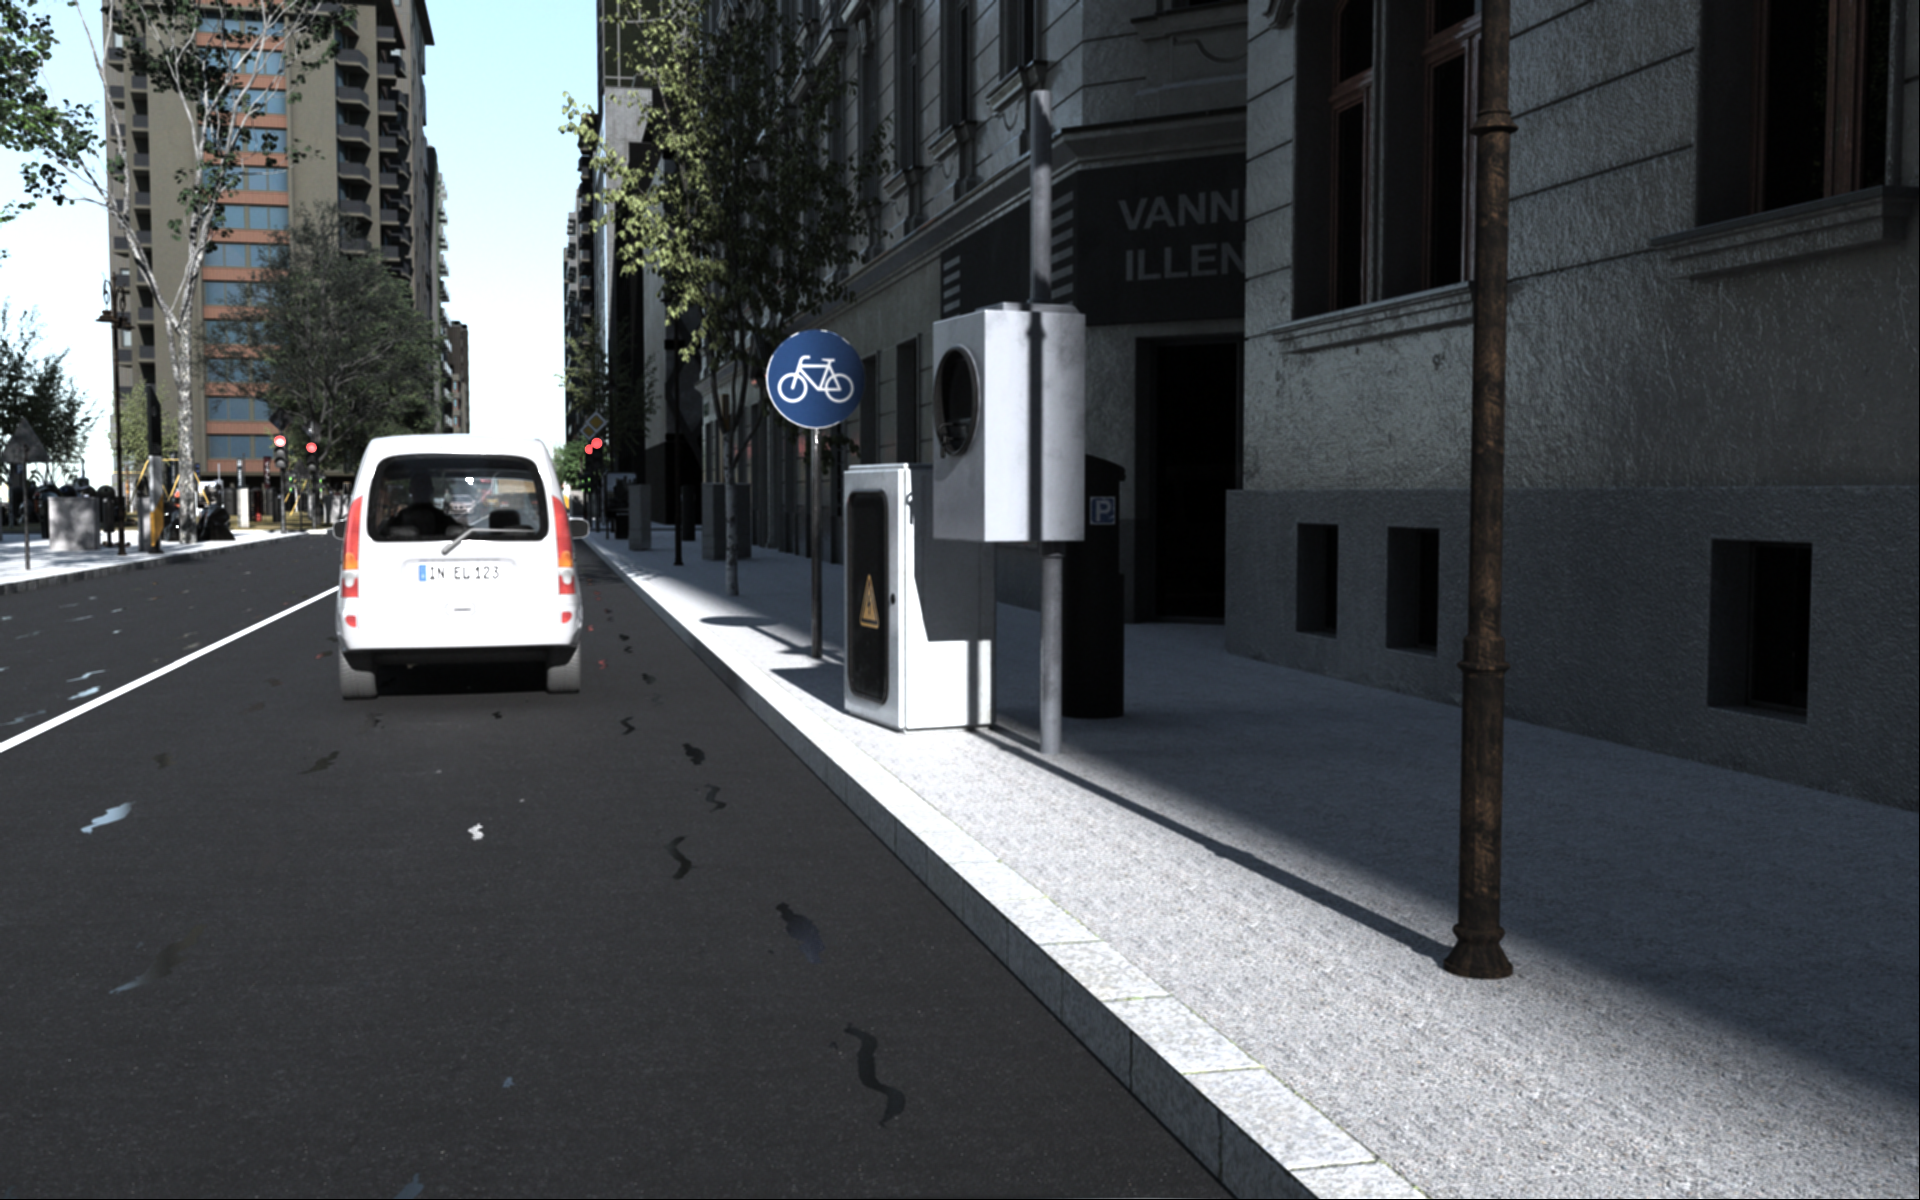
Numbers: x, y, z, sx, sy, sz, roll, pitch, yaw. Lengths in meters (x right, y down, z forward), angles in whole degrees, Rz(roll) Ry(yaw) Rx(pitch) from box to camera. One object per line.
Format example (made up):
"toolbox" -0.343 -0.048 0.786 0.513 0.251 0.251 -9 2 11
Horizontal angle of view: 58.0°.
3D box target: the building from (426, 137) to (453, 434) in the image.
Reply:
"building" -79.797 -37.384 230.833 23.786 49.044 30.456 -1 4 -14

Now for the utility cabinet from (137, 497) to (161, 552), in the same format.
"utility cabinet" -18.295 -1.707 39.064 0.306 1.237 1.020 -1 4 -14

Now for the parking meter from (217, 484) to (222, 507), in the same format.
"parking meter" -41.048 -5.511 95.810 0.255 1.863 0.399 1 4 16

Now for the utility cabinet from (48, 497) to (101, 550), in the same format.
"utility cabinet" -20.290 -1.745 39.692 1.020 1.237 0.306 0 4 -7

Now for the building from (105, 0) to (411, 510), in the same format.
"building" -58.888 -30.147 147.522 22.147 44.769 28.867 -1 4 -14

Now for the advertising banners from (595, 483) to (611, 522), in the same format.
"advertising banners" -16.297 -5.060 78.912 0.090 3.025 2.074 1 4 10

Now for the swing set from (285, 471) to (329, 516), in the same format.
"swing set" -38.375 -6.392 102.133 2.862 2.851 3.119 0 4 -8

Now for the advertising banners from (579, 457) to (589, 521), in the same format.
"advertising banners" -17.927 -5.301 82.853 0.090 3.025 2.074 0 4 2

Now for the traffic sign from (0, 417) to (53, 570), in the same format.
"traffic sign" -15.772 -1.787 29.229 0.884 2.594 0.081 0 4 -6

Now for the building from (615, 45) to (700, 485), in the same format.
"building" -12.148 -16.203 94.604 12.332 23.373 15.834 -1 4 -14

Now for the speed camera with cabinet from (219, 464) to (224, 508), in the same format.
"speed camera with cabinet" -48.012 -7.243 112.766 0.660 3.252 2.038 0 4 7

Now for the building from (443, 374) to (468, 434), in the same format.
"building" -88.791 -25.378 259.974 27.650 21.520 28.899 -1 4 -14

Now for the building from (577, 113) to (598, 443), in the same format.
"building" -32.413 -33.323 199.451 22.147 44.769 28.867 -1 4 -14

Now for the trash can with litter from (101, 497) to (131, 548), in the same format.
"trash can with litter" -20.766 -1.895 42.049 1.678 1.210 2.233 -2 4 -29

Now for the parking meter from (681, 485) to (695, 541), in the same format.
"parking meter" -7.463 -2.394 47.547 0.372 1.533 0.369 0 3 0

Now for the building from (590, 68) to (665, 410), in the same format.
"building" -16.851 -28.304 154.647 32.217 40.220 23.993 -1 4 -14

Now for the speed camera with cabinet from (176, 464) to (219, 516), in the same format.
"speed camera with cabinet" -43.914 -6.431 99.488 2.038 3.252 0.660 0 4 -3

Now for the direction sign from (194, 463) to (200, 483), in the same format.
"direction sign" -56.407 -8.295 127.616 0.876 3.537 0.379 1 4 9

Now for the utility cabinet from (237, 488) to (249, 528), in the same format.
"utility cabinet" -27.160 -3.480 65.574 0.318 1.500 1.173 -2 4 -28

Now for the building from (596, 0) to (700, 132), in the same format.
"building" -27.877 -45.020 174.332 20.563 71.187 20.611 -1 4 -14

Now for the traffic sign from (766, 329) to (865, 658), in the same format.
"traffic sign" -1.119 -0.819 13.496 0.768 2.556 0.104 0 4 -5

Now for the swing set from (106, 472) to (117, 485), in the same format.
"swing set" -59.187 -7.710 123.670 3.119 2.851 2.862 -2 4 -27

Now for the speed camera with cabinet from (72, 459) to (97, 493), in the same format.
"speed camera with cabinet" -48.997 -6.319 97.652 0.660 3.252 2.038 1 4 20

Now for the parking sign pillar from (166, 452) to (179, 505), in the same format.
"parking sign pillar" -50.840 -7.581 112.420 1.447 3.967 1.447 1 4 17

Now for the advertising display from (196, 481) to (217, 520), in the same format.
"advertising display" -36.255 -4.782 83.400 0.123 1.923 0.974 3 4 39

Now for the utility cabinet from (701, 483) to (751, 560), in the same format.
"utility cabinet" -4.555 -1.542 33.883 0.318 1.500 1.173 2 4 30

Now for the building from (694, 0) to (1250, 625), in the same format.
"building" 4.317 -15.935 36.949 17.030 29.872 44.131 -1 4 -14

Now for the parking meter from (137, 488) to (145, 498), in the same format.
"parking meter" -54.174 -6.660 114.607 0.399 1.863 0.255 1 4 9

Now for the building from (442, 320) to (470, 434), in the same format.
"building" -87.405 -31.219 282.129 14.160 30.474 14.107 -1 4 -14

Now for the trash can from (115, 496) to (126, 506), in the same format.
"trash can" -50.417 -5.643 103.911 0.748 1.137 0.748 0 3 0

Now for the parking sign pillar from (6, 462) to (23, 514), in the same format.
"parking sign pillar" -58.711 -7.310 107.995 1.447 3.967 1.447 3 4 37

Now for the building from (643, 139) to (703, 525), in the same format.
"building" -5.385 -12.920 78.697 16.811 18.784 16.820 -1 4 -14

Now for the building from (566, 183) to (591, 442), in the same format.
"building" -49.062 -39.628 267.530 23.786 49.044 30.456 -1 4 -14

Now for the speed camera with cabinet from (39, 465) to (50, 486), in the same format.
"speed camera with cabinet" -61.985 -7.601 118.606 2.038 3.252 0.660 1 4 11

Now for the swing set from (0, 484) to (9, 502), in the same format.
"swing set" -64.686 -7.239 115.971 2.862 2.851 3.119 -1 4 -21

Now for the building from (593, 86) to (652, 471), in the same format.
"building" -17.040 -17.965 111.742 12.078 24.808 19.932 -1 4 -14

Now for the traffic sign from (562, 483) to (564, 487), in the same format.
"traffic sign" -31.023 -8.362 136.729 0.884 2.594 0.081 0 4 -6

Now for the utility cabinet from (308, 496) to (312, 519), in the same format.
"utility cabinet" -33.109 -4.730 88.494 0.306 1.237 1.020 -1 4 -15

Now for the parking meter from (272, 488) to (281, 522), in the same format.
"parking meter" -30.944 -4.284 78.453 0.372 1.533 0.369 0 3 0

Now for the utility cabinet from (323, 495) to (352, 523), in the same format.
"utility cabinet" -27.675 -4.017 76.845 1.020 1.237 0.306 -1 4 -11

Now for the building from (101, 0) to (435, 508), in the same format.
"building" -67.974 -35.768 174.038 28.713 52.752 27.495 -1 4 -14

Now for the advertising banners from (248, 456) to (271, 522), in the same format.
"advertising banners" -32.496 -5.128 80.031 0.090 3.025 2.074 1 4 18

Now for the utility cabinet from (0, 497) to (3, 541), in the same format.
"utility cabinet" -26.665 -2.210 47.293 0.306 1.237 1.020 1 4 15

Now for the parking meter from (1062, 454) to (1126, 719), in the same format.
"parking meter" 0.765 -0.098 10.019 0.372 1.533 0.369 0 3 0

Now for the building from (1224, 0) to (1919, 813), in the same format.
"building" 10.808 -13.236 3.801 14.401 28.519 23.554 -1 4 -14

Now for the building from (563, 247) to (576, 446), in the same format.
"building" -58.724 -37.012 288.744 14.154 41.232 14.086 -1 4 -14

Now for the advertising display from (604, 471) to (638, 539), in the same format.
"advertising display" -9.659 -2.700 49.362 0.974 1.923 0.123 -2 4 -33

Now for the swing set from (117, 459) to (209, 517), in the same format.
"swing set" -35.536 -4.914 77.963 3.119 2.851 2.862 2 4 32

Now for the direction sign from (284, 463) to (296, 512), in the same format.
"direction sign" -48.910 -8.214 126.299 0.876 3.537 0.379 -1 4 -9

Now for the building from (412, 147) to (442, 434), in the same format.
"building" -66.715 -31.390 196.821 14.154 41.232 14.086 -1 4 -14

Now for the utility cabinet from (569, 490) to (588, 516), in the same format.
"utility cabinet" -21.892 -5.546 99.359 0.318 1.500 1.173 2 4 34

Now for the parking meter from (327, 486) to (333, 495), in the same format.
"parking meter" -48.048 -7.731 132.118 0.255 1.863 0.399 3 4 38

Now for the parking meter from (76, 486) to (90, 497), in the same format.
"parking meter" -26.921 -2.740 53.210 0.372 1.533 0.369 0 3 0

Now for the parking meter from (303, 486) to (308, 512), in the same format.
"parking meter" -45.661 -7.040 120.807 0.255 1.863 0.399 -2 4 -34

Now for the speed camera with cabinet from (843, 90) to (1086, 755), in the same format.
"speed camera with cabinet" -0.038 -0.908 9.175 0.660 3.252 2.038 -1 4 -23

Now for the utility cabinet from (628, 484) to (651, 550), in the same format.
"utility cabinet" -7.360 -1.901 39.761 0.318 1.500 1.173 0 4 0
